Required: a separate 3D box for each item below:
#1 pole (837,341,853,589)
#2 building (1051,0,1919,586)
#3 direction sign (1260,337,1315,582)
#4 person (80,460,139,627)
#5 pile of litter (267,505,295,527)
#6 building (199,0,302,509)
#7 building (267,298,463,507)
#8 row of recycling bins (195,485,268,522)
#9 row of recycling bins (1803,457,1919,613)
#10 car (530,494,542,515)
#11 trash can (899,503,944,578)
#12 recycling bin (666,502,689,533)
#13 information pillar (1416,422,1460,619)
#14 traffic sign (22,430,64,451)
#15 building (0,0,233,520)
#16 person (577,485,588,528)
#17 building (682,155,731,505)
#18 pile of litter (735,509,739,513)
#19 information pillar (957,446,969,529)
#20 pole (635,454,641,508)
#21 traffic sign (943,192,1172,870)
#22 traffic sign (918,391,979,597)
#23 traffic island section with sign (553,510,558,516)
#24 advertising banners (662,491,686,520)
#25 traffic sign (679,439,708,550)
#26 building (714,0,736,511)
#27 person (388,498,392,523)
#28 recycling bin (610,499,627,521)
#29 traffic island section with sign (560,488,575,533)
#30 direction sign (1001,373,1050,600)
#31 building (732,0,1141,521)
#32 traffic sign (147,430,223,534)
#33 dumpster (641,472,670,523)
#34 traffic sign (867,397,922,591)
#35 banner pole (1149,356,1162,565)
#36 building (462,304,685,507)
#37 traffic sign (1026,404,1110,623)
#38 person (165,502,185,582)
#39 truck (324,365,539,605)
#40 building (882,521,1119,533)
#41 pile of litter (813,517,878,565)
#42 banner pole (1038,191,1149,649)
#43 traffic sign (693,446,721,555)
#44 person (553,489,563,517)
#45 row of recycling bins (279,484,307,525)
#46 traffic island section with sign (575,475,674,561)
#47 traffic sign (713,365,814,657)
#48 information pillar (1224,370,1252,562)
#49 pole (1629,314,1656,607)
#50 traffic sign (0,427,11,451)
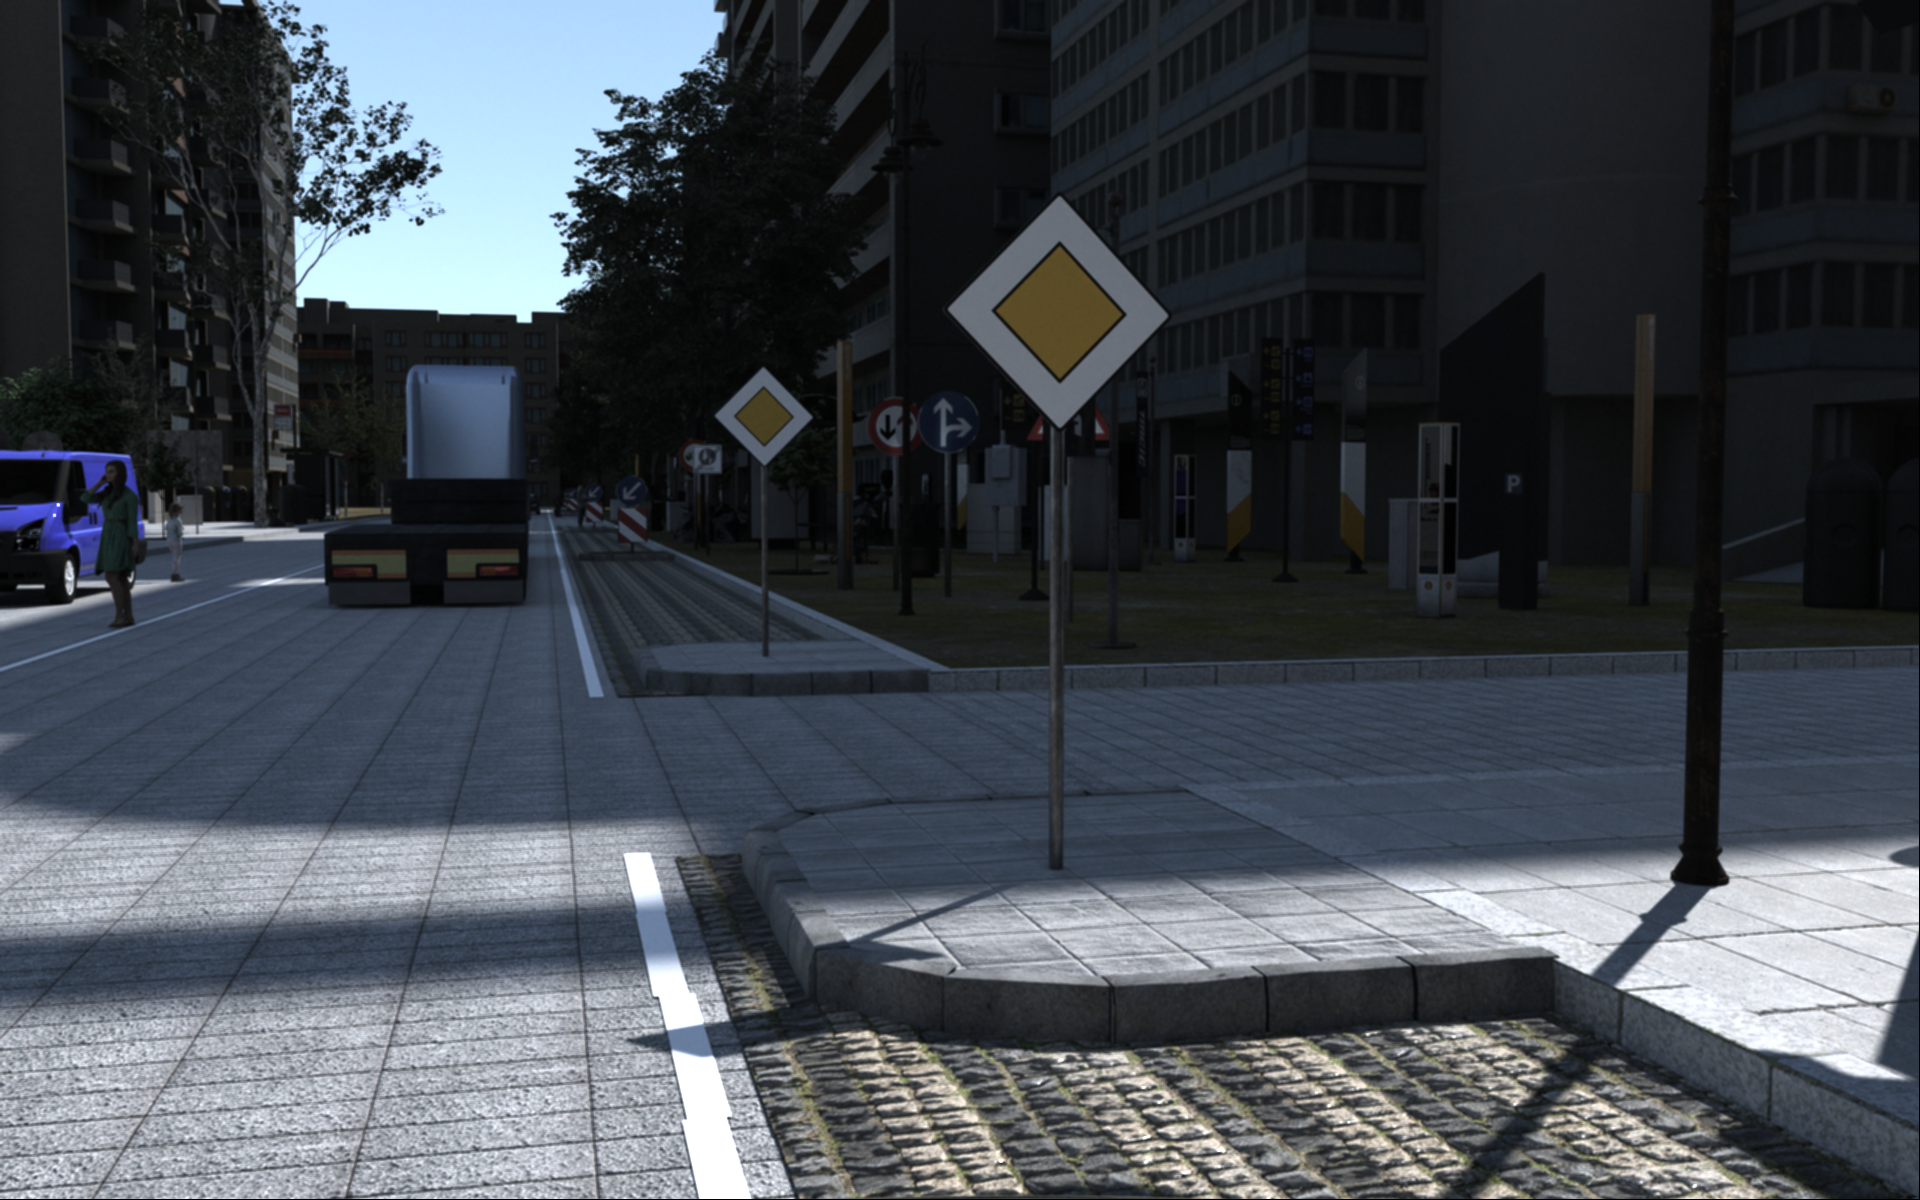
[{"bbox_3d":[-1.546,-1.800,23.280,0.158,3.312,0.155,0,3,0],"label":"pole"},{"bbox_3d":[16.048,-21.276,39.742,23.993,40.220,32.217,-1,4,-13],"label":"building"},{"bbox_3d":[4.761,-2.034,25.250,0.876,3.537,0.379,-1,4,-20],"label":"direction sign"},{"bbox_3d":[-9.014,-0.601,18.572,0.600,1.795,0.529,1,4,10],"label":"person"},{"bbox_3d":[-26.733,-3.307,68.031,1.176,0.858,1.719,-1,4,-20],"label":"pile of litter"},{"bbox_3d":[-62.608,-26.728,128.885,23.993,40.220,32.217,-1,4,-13],"label":"building"},{"bbox_3d":[-66.836,-20.742,184.177,28.899,21.520,27.650,-1,4,-13],"label":"building"},{"bbox_3d":[-33.664,-4.455,79.952,1.069,1.692,3.534,2,4,32],"label":"row of recycling bins"},{"bbox_3d":[10.959,-0.707,18.677,1.069,1.692,3.534,-3,5,-44],"label":"row of recycling bins"},{"bbox_3d":[-30.420,-6.716,121.599,2.131,1.459,4.920,-1,4,-12],"label":"car"},{"bbox_3d":[-0.618,-0.920,26.693,0.748,1.137,0.748,0,3,0],"label":"trash can"},{"bbox_3d":[-9.383,-2.759,57.671,0.722,1.027,0.722,-1,4,-14],"label":"recycling bin"},{"bbox_3d":[4.952,-0.823,17.951,0.304,2.012,0.304,-3,5,-40],"label":"information pillar"},{"bbox_3d":[-18.284,-2.107,34.553,0.768,2.556,0.104,-1,4,-12],"label":"traffic sign"},{"bbox_3d":[-52.969,-26.858,93.759,22.147,44.769,28.867,-1,4,-13],"label":"building"},{"bbox_3d":[-15.497,-3.825,71.229,0.526,1.800,0.537,3,5,45],"label":"person"},{"bbox_3d":[-17.046,-23.134,149.944,14.160,30.474,14.107,-1,4,-13],"label":"building"},{"bbox_3d":[-7.040,-2.432,53.723,1.176,0.858,1.719,-1,4,-16],"label":"pile of litter"},{"bbox_3d":[0.083,-3.478,48.223,0.183,3.616,0.504,-2,4,-35],"label":"information pillar"},{"bbox_3d":[-11.612,-4.203,62.566,0.158,3.312,0.155,0,3,0],"label":"pole"},{"bbox_3d":[0.326,-0.136,5.868,0.795,2.450,0.064,-1,4,-13],"label":"traffic sign"},{"bbox_3d":[-0.148,-1.311,21.544,0.768,2.556,0.104,0,4,-6],"label":"traffic sign"},{"bbox_3d":[-25.321,-6.363,112.659,1.989,1.847,2.006,-1,4,-13],"label":"traffic island section with sign"},{"bbox_3d":[-13.659,-5.440,85.137,2.074,3.025,0.090,-1,4,-10],"label":"advertising banners"},{"bbox_3d":[-6.100,-2.439,39.990,0.768,2.556,0.104,0,4,-8],"label":"traffic sign"},{"bbox_3d":[-6.299,-31.160,129.080,23.786,49.044,30.456,-1,4,-13],"label":"building"},{"bbox_3d":[-25.190,-4.185,77.119,0.583,1.804,0.606,1,4,14],"label":"person"},{"bbox_3d":[-16.080,-4.223,81.599,0.722,1.027,0.722,0,4,-7],"label":"recycling bin"},{"bbox_3d":[-13.773,-3.423,64.599,1.989,1.847,2.006,-1,4,-13],"label":"traffic island section with sign"},{"bbox_3d":[0.905,-1.771,20.957,0.876,3.537,0.379,2,4,25],"label":"direction sign"},{"bbox_3d":[-1.761,-29.343,103.466,21.300,48.544,21.600,-1,4,-13],"label":"building"},{"bbox_3d":[-24.632,-3.744,55.083,2.265,3.308,0.079,0,4,-7],"label":"traffic sign"},{"bbox_3d":[-13.567,-4.509,76.210,1.502,2.255,1.985,-1,4,-14],"label":"dumpster"},{"bbox_3d":[-0.844,-1.394,22.896,0.768,2.556,0.104,0,4,-8],"label":"traffic sign"},{"bbox_3d":[3.357,-2.523,31.261,0.401,3.779,0.863,2,4,33],"label":"banner pole"},{"bbox_3d":[-38.528,-21.101,190.044,28.899,21.520,27.650,-1,4,-13],"label":"building"},{"bbox_3d":[1.096,-1.055,17.247,0.884,2.594,0.081,0,4,-5],"label":"traffic sign"},{"bbox_3d":[-12.816,-0.951,28.329,0.425,1.301,0.394,1,4,19],"label":"person"},{"bbox_3d":[-8.949,-2.505,30.708,2.967,4.110,18.799,-1,4,-14],"label":"truck"},{"bbox_3d":[5.841,-27.096,66.721,21.300,48.544,21.600,-1,4,-13],"label":"building"},{"bbox_3d":[-2.123,-1.097,31.898,1.176,0.858,1.719,-1,4,-13],"label":"pile of litter"},{"bbox_3d":[1.059,-1.488,14.351,0.863,3.779,0.401,-1,4,-16],"label":"banner pole"},{"bbox_3d":[-5.256,-2.076,36.080,0.606,2.300,0.079,-1,4,-9],"label":"traffic sign"},{"bbox_3d":[-25.100,-6.066,108.237,0.434,1.755,0.990,-3,5,-41],"label":"person"},{"bbox_3d":[-28.231,-4.054,73.388,1.069,1.692,3.534,-1,4,-16],"label":"row of recycling bins"},{"bbox_3d":[-7.269,-1.774,37.637,1.989,1.847,2.006,-1,4,-13],"label":"traffic island section with sign"},{"bbox_3d":[-1.541,-0.611,13.633,0.795,2.450,0.064,-1,4,-13],"label":"traffic sign"},{"bbox_3d":[5.297,-2.542,32.917,0.504,3.616,0.183,-1,4,-18],"label":"information pillar"},{"bbox_3d":[7.782,-1.584,19.749,0.158,3.312,0.155,0,3,0],"label":"pole"},{"bbox_3d":[-17.357,-1.886,30.945,0.768,2.556,0.104,-1,4,-11],"label":"traffic sign"}]
